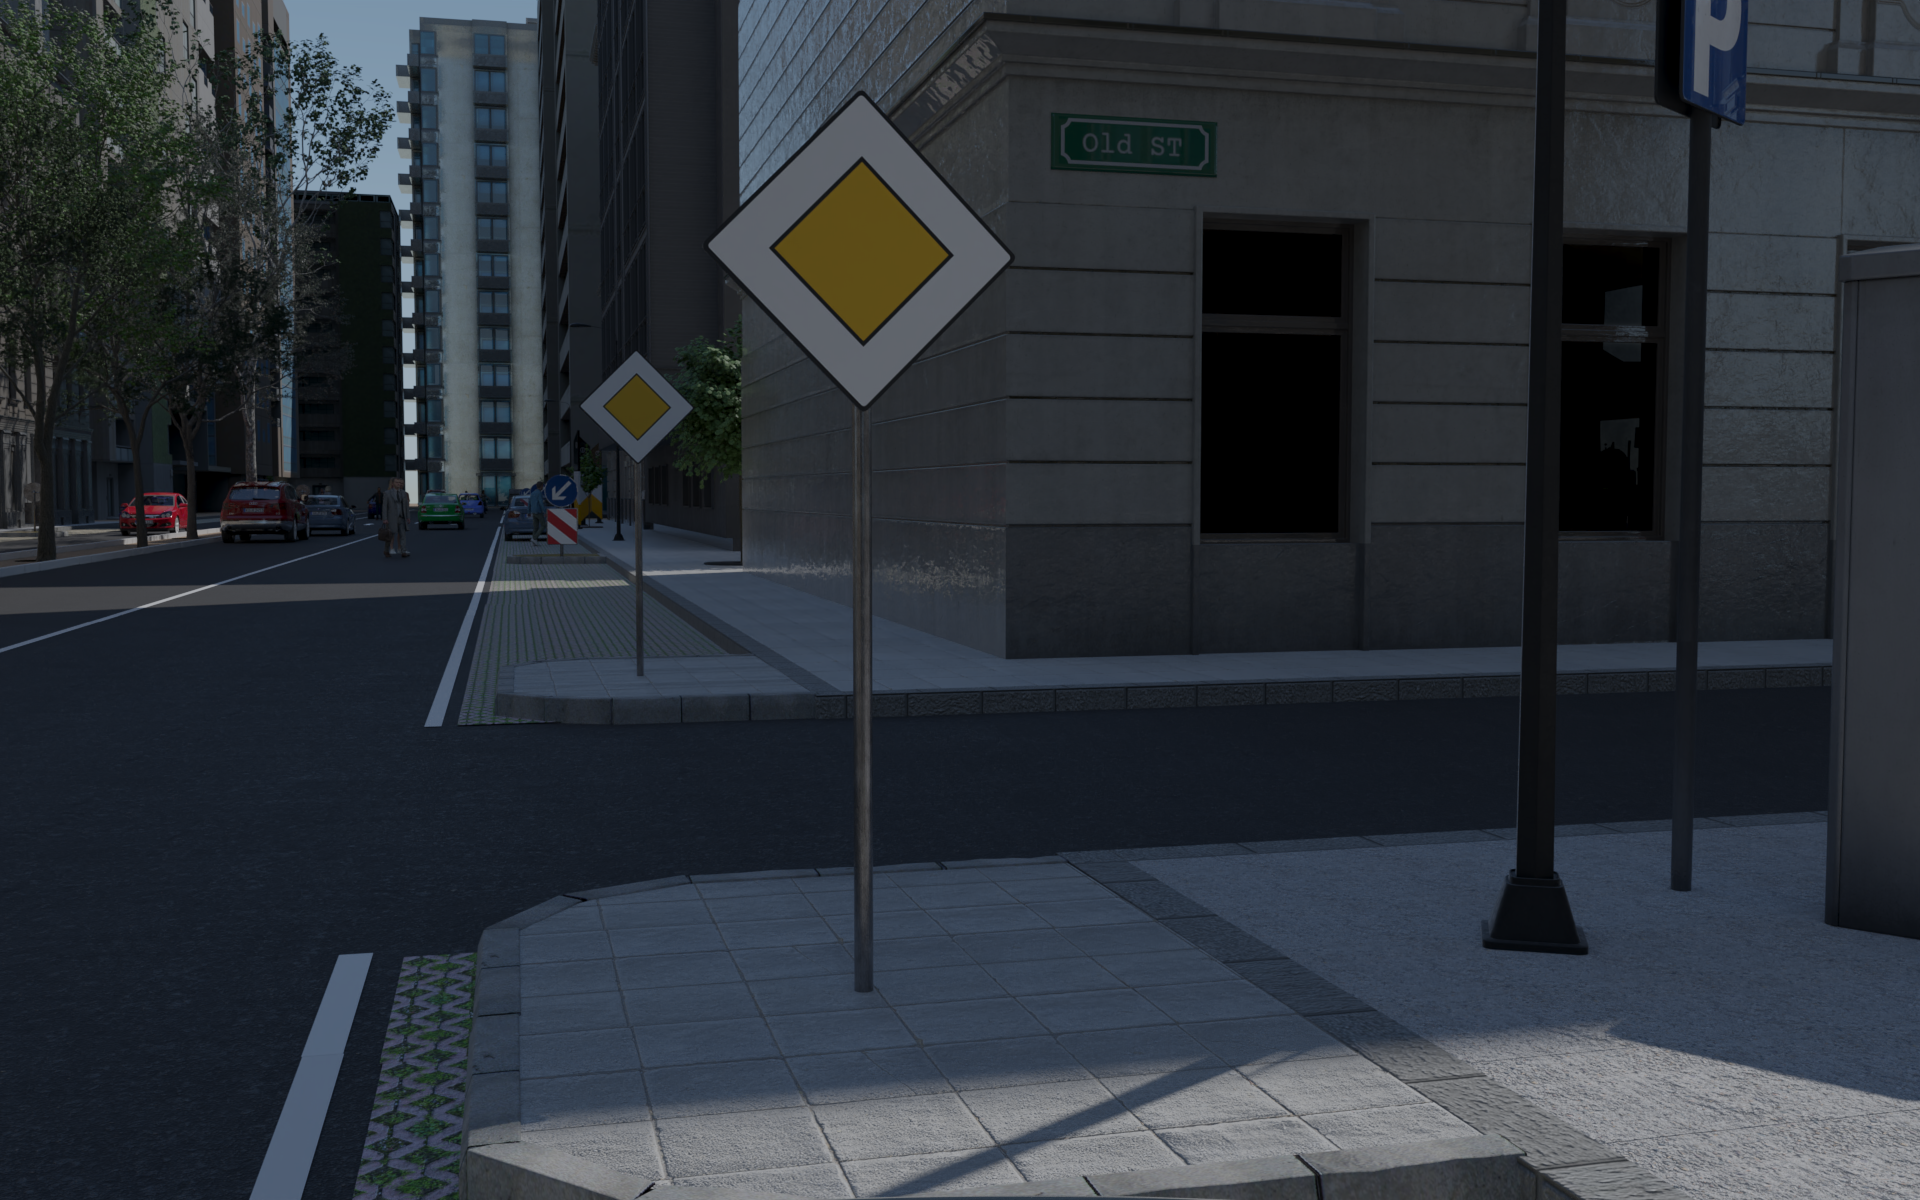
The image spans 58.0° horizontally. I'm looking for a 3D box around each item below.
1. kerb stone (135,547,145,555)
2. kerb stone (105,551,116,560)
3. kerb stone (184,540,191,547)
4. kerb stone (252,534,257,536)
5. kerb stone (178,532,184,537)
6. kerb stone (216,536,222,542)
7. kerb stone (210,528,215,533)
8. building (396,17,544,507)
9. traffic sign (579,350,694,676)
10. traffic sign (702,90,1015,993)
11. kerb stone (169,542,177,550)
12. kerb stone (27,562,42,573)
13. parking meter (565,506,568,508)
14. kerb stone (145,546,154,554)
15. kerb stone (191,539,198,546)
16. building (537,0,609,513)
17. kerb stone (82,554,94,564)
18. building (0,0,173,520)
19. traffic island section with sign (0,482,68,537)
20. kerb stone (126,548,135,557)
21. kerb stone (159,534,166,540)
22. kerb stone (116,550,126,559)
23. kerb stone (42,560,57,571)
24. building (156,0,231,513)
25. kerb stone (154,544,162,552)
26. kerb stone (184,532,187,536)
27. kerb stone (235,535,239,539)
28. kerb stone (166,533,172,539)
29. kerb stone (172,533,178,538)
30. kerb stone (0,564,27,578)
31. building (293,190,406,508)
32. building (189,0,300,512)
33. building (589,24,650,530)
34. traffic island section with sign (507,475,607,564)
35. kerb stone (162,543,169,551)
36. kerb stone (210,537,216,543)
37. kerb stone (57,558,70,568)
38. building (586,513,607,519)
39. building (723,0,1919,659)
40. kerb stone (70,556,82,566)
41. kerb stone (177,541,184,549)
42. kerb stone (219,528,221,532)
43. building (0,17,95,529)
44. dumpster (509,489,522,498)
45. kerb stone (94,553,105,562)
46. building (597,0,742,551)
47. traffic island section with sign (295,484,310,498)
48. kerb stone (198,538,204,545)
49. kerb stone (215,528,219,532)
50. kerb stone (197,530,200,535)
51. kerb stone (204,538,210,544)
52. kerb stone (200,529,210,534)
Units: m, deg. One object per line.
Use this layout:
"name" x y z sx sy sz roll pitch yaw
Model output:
"kerb stone" -19.366 -1.128 40.645 0.120 0.150 1.000 -1 4 -14
"kerb stone" -18.590 -0.944 37.667 0.120 0.150 1.000 -1 4 -14
"kerb stone" -20.910 -1.490 46.616 0.120 0.150 1.000 -1 4 -14
"kerb stone" -24.267 -2.278 59.500 0.120 0.150 1.000 -1 4 -14
"kerb stone" -25.776 -2.125 56.978 0.120 0.150 1.000 -1 4 -14
"kerb stone" -22.197 -1.791 51.566 0.120 0.150 1.000 -1 4 -14
"kerb stone" -27.318 -2.492 62.936 0.120 0.150 1.000 -1 4 -14
"building" -41.270 -34.138 177.764 30.456 49.044 23.786 -1 4 -14
"traffic sign" -2.257 -0.520 12.145 0.795 2.450 0.064 -1 4 -14
"traffic sign" -0.252 -0.047 4.415 0.795 2.450 0.064 -1 4 -14
"kerb stone" -20.406 -1.371 44.618 0.120 0.150 1.000 -1 4 -14
"kerb stone" -17.053 -0.582 31.718 0.120 0.150 1.000 -1 4 -14
"parking meter" -17.619 -4.416 77.918 0.255 1.863 0.399 -1 4 -18
"kerb stone" -19.617 -1.189 41.644 0.120 0.150 1.000 -1 4 -14
"kerb stone" -21.168 -1.552 47.605 0.120 0.150 1.000 -1 4 -14
"building" -25.263 -32.202 150.201 21.300 48.544 21.600 -1 4 -14
"kerb stone" -18.077 -0.825 35.677 0.120 0.150 1.000 -1 4 -14
"building" -47.935 -24.537 84.779 14.154 41.232 14.086 -1 4 -14
"traffic island section with sign" -31.288 -3.044 58.393 1.989 1.847 2.006 -1 4 -14
"kerb stone" -19.115 -1.068 39.654 0.120 0.150 1.000 -1 4 -14
"kerb stone" -25.002 -1.943 53.990 0.120 0.150 1.000 -1 4 -14
"kerb stone" -18.851 -1.004 38.662 0.120 0.150 1.000 -1 4 -14
"kerb stone" -17.305 -0.643 32.709 0.120 0.150 1.000 -1 4 -14
"building" -60.275 -31.403 102.673 28.713 52.752 27.495 -1 4 -14
"kerb stone" -19.882 -1.250 42.631 0.120 0.150 1.000 -1 4 -14
"kerb stone" -26.042 -2.188 57.973 0.120 0.150 1.000 -1 4 -14
"kerb stone" -23.492 -2.100 56.532 0.120 0.150 1.000 -1 4 -14
"kerb stone" -25.259 -2.006 54.993 0.120 0.150 1.000 -1 4 -14
"kerb stone" -25.518 -2.067 55.989 0.120 0.150 1.000 -1 4 -14
"kerb stone" -16.796 -0.522 30.725 0.120 0.150 1.000 -1 4 -14
"building" -61.522 -24.219 167.676 14.107 30.474 14.160 -1 4 -14
"building" -63.942 -30.244 144.596 14.200 45.320 14.600 -1 4 -14
"building" -8.974 -16.963 74.616 12.463 27.353 25.104 -1 4 -14
"traffic island section with sign" -8.419 -1.677 36.042 1.989 1.847 2.006 -1 4 -14
"kerb stone" -20.147 -1.311 43.629 0.120 0.150 1.000 -1 4 -14
"kerb stone" -21.940 -1.736 50.576 0.120 0.150 1.000 -1 4 -14
"kerb stone" -17.565 -0.704 33.698 0.120 0.150 1.000 -1 4 -14
"building" -12.648 -29.257 102.047 21.300 48.544 21.600 -1 4 -14
"building" 19.127 -15.235 25.503 44.131 29.872 17.030 -1 4 -14
"kerb stone" -17.829 -0.764 34.685 0.120 0.150 1.000 -1 4 -14
"kerb stone" -20.665 -1.432 45.623 0.120 0.150 1.000 -1 4 -14
"kerb stone" -27.830 -2.614 64.929 0.120 0.150 1.000 -1 4 -14
"building" -40.528 -13.268 66.089 9.793 20.994 18.267 -1 4 -14
"dumpster" -37.429 -8.506 147.281 1.865 1.857 1.264 -1 4 -15
"kerb stone" -18.333 -0.883 36.677 0.120 0.150 1.000 -1 4 -14
"building" -2.906 -15.730 50.691 14.314 27.812 24.014 -1 4 -14
"traffic island section with sign" -31.191 -4.518 82.012 2.006 1.907 1.989 -1 4 -14
"kerb stone" -21.431 -1.615 48.593 0.120 0.150 1.000 -1 4 -14
"kerb stone" -27.578 -2.552 63.927 0.120 0.150 1.000 -1 4 -14
"kerb stone" -26.548 -2.310 59.963 0.120 0.150 1.000 -1 4 -14
"kerb stone" -21.690 -1.675 49.583 0.120 0.150 1.000 -1 4 -14
"kerb stone" -27.068 -2.425 61.945 0.120 0.150 1.000 -1 4 -14
